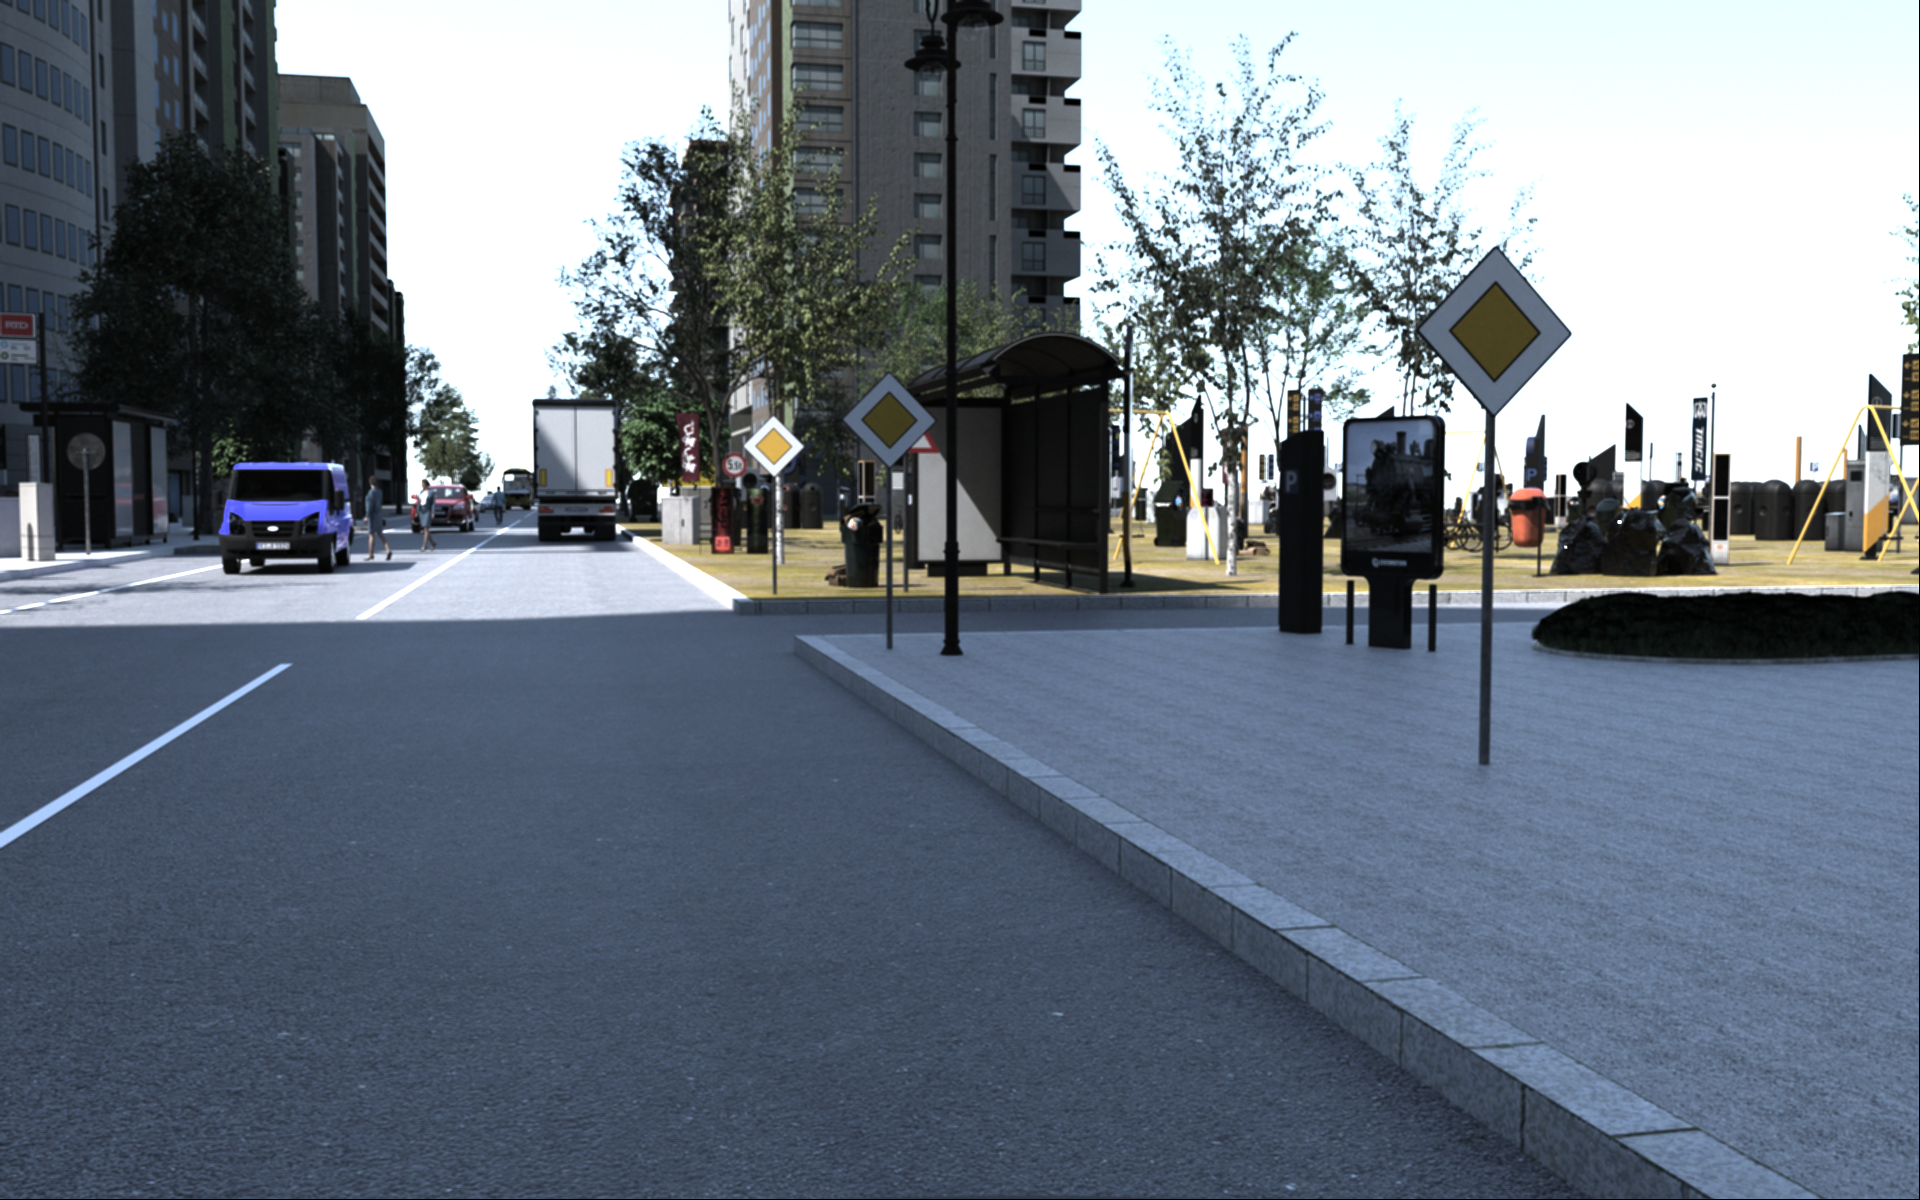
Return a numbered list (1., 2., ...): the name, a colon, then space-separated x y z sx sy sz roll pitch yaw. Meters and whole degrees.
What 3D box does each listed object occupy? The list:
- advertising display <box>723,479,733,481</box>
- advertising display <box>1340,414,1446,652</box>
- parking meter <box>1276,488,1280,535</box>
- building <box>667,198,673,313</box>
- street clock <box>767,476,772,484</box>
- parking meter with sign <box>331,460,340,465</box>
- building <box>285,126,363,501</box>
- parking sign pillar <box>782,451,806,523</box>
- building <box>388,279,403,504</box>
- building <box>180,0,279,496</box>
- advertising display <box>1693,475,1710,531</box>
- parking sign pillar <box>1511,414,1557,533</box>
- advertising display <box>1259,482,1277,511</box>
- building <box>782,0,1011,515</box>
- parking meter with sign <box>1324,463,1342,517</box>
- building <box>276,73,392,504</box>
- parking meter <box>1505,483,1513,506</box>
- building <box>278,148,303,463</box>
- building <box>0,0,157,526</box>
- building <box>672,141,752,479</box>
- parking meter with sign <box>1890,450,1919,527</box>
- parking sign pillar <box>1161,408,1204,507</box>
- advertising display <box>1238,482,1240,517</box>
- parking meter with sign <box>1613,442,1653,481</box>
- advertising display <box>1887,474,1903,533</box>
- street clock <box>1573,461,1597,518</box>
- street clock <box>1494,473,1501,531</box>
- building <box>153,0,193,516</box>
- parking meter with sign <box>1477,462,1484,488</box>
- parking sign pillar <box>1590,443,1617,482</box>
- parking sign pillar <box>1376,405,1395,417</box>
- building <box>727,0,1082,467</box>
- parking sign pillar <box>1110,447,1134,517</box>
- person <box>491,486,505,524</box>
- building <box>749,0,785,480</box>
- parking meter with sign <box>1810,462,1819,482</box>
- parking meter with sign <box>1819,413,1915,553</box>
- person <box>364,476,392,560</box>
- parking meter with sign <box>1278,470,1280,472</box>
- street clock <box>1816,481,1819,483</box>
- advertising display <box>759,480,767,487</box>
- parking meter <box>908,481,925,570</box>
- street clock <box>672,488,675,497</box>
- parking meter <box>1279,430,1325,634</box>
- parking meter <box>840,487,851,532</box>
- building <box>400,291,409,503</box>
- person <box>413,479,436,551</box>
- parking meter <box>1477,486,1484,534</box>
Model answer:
1. advertising display: -9.802 -4.233 74.425 0.974 1.923 0.123 -2 4 -24
2. advertising display: 3.593 -0.563 14.426 0.123 1.923 0.974 -3 4 -38
3. parking meter: 10.001 -2.772 53.734 0.372 1.533 0.369 0 3 0
4. building: -29.197 -35.881 241.272 22.147 44.769 28.867 -1 4 -13
5. street clock: -7.531 -3.996 69.899 0.471 2.002 0.358 2 4 25
6. parking meter with sign: -32.392 -5.643 88.523 1.738 3.016 0.543 3 5 40
7. building: -72.938 -30.776 186.779 14.154 41.232 14.086 -1 4 -13
8. parking sign pillar: -7.530 -5.470 77.899 1.447 3.967 1.447 3 5 42
9. building: -80.106 -27.543 222.021 14.160 30.474 14.107 -1 4 -13
10. building: -56.673 -26.877 123.026 14.154 41.232 14.086 -1 4 -13
11. advertising display: 25.881 -3.344 59.884 0.974 1.923 0.123 1 4 9
12. parking sign pillar: 19.210 -4.244 57.854 1.447 3.967 1.447 2 4 27
13. advertising display: 16.203 -5.254 91.117 0.974 1.923 0.123 3 4 38
14. building: -4.932 -26.374 114.811 14.154 41.232 14.086 -1 4 -13
15. parking meter with sign: 20.710 -6.143 96.694 0.543 3.016 1.738 -1 4 -19
16. building: -79.294 -35.454 203.373 21.300 48.544 21.600 -1 4 -13
17. parking meter: 28.525 -5.154 89.978 0.255 1.863 0.399 3 5 43
18. building: -60.724 -22.349 137.100 14.160 30.474 14.107 -1 4 -13
19. building: -46.550 -32.197 68.427 21.231 58.520 28.212 -1 4 -13
20. building: -22.761 -34.163 213.183 22.147 44.769 28.867 -1 4 -13
21. parking meter with sign: 39.675 -4.647 72.239 1.738 3.016 0.543 3 5 44
22. parking sign pillar: 6.960 -4.023 54.251 1.447 3.967 1.447 -1 4 -20
23. advertising display: 15.155 -5.523 95.521 0.123 1.923 0.974 3 4 37
24. parking meter with sign: 22.327 -3.792 58.266 1.738 3.016 0.543 1 4 18
25. advertising display: 30.199 -3.130 56.389 0.974 1.923 0.123 0 4 -8
26. street clock: 13.873 -2.075 38.496 0.471 2.002 0.358 3 5 44
27. street clock: 18.740 -3.424 60.552 0.358 2.002 0.471 1 4 21
28. building: -51.393 -27.198 94.794 14.600 45.320 14.200 -1 4 -13
29. parking meter with sign: 28.766 -5.938 93.355 0.543 3.016 1.738 -3 5 -43
30. parking sign pillar: 34.083 -6.322 91.831 1.447 3.967 1.447 2 4 30
31. parking sign pillar: 12.438 -3.910 52.393 1.447 3.967 1.447 0 4 6
32. building: -5.394 -34.325 150.456 28.713 52.752 27.495 -1 4 -13
33. parking sign pillar: 9.302 -6.784 99.383 1.447 3.967 1.447 0 4 3
34. person: -21.795 -4.483 81.808 0.660 1.820 0.620 -3 4 -37
35. building: -7.870 -29.259 128.496 14.600 45.320 14.200 -1 4 -13
36. parking meter with sign: 46.310 -5.893 92.615 0.543 3.016 1.738 -1 4 -19
37. parking meter with sign: 19.986 -2.566 38.223 0.543 3.016 1.738 -2 4 -26
38. person: -12.577 -1.762 37.329 0.654 1.822 0.581 2 4 27
39. parking meter with sign: 17.785 -5.921 93.075 0.543 3.016 1.738 3 5 44
40. street clock: 48.650 -5.753 98.632 0.471 2.002 0.358 0 4 0
41. advertising display: -9.322 -4.653 81.293 0.974 1.923 0.123 3 5 40
42. parking meter: -0.783 -1.295 29.579 0.372 1.533 0.369 0 3 0
43. street clock: -14.876 -5.190 89.430 0.471 2.002 0.358 -3 5 -39
44. parking meter: 3.157 -0.632 16.043 0.255 1.863 0.399 -2 4 -26
45. parking meter: -3.901 -3.082 58.794 0.372 1.533 0.369 0 3 0
46. building: -83.269 -28.382 235.744 14.160 30.474 14.107 -1 4 -13
47. person: -13.434 -2.153 43.718 0.581 1.822 0.654 2 4 34
48. parking meter: 18.140 -3.161 60.092 0.372 1.533 0.369 0 3 0
